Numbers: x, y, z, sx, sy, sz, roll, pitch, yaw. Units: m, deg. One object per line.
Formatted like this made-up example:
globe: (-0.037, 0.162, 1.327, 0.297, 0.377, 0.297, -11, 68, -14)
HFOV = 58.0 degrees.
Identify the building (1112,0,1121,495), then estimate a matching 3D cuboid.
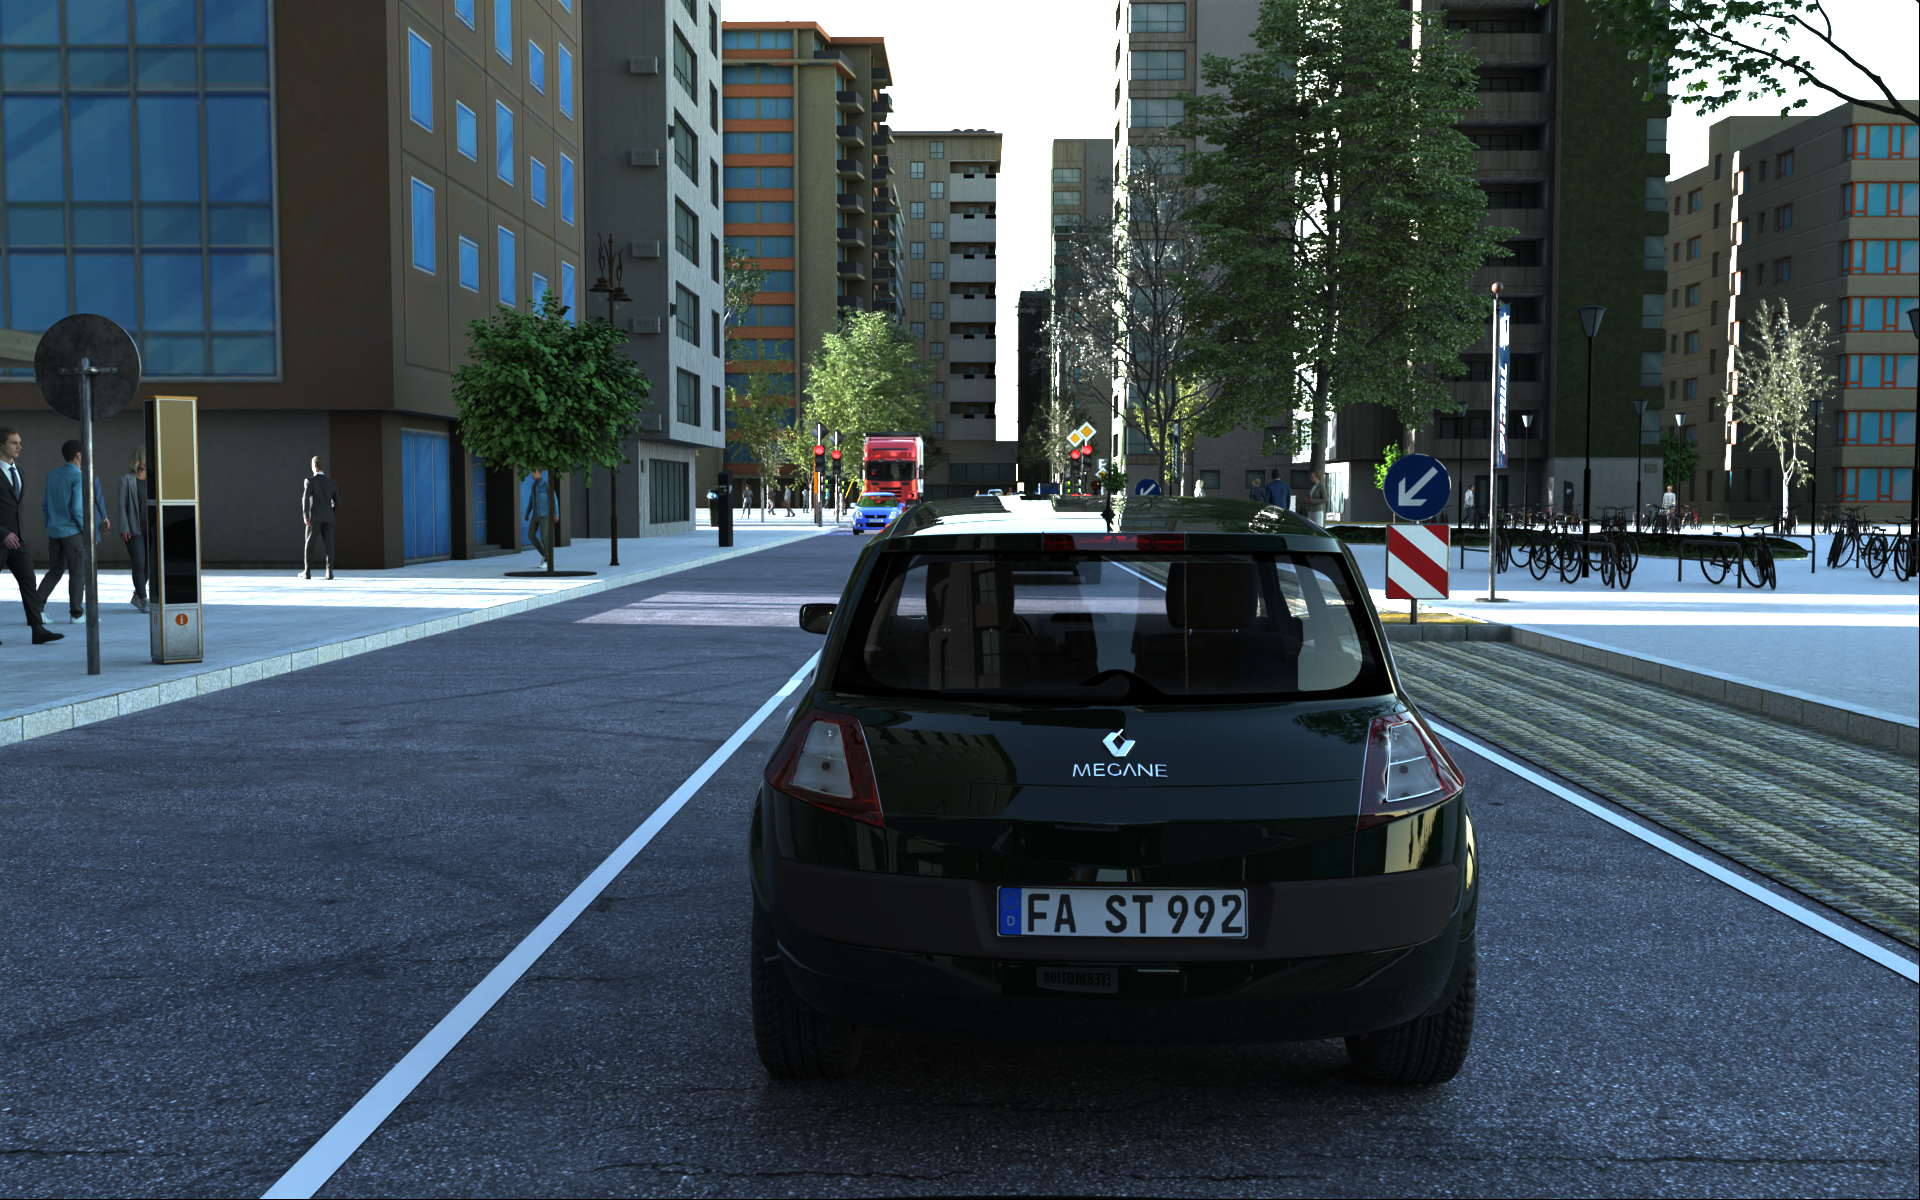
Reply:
building: (22.688, -30.760, 126.632, 21.300, 48.544, 21.600, 0, 4, 1)

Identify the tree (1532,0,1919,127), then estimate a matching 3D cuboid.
tree: (6.850, -5.165, 10.204, 9.928, 11.665, 9.643, 0, 3, 0)

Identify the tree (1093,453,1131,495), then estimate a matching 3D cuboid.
tree: (7.259, -5.283, 80.986, 1.663, 3.219, 1.824, 0, 3, 0)

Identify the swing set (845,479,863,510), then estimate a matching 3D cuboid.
swing set: (-7.601, -8.550, 137.415, 2.862, 2.851, 3.119, 1, 4, 20)

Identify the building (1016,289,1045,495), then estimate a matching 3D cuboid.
building: (15.104, -28.817, 242.862, 14.107, 30.474, 14.160, 0, 4, 1)

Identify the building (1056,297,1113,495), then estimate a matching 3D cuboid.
building: (23.672, -19.651, 166.333, 27.650, 21.520, 28.899, 0, 4, 1)

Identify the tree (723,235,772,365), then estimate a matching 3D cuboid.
tree: (-19.474, -15.993, 117.380, 12.611, 20.169, 13.585, 0, 3, 0)

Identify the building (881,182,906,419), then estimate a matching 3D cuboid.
building: (-18.679, -31.559, 207.869, 23.993, 40.220, 32.217, 0, 4, 1)

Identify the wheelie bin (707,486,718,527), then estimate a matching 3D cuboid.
wheelie bin: (-9.515, -3.661, 67.760, 0.693, 1.594, 0.980, 0, 4, -1)

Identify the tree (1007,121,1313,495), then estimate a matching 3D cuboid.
tree: (6.730, -9.042, 58.209, 12.009, 13.543, 11.850, 0, 3, 0)

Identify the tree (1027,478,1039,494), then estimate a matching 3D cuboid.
tree: (8.786, -13.089, 208.608, 1.663, 3.219, 1.824, 0, 3, 0)

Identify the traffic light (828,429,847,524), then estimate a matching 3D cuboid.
traffic light: (-5.306, -5.265, 75.003, 0.839, 4.253, 0.868, 0, 4, 1)

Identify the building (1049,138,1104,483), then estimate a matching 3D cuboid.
building: (17.559, -31.710, 202.055, 14.154, 41.232, 14.086, 0, 4, 1)

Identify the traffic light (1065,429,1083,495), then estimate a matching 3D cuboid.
traffic light: (4.955, -5.259, 74.906, 0.839, 4.253, 0.868, 0, 4, 1)

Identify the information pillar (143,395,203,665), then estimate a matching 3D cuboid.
information pillar: (-5.960, -0.528, 13.122, 0.304, 2.012, 0.304, -3, 5, -40)

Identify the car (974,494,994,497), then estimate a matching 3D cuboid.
car: (1.546, -5.967, 109.558, 2.014, 1.417, 4.499, 0, 4, 1)

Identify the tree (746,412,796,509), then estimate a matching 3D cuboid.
tree: (-16.134, -12.049, 147.371, 4.360, 8.622, 3.978, 0, 3, 0)

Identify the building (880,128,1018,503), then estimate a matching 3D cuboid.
building: (-5.622, -40.360, 249.130, 27.495, 52.752, 28.713, 0, 4, 1)

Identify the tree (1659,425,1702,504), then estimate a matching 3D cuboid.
tree: (33.423, -6.028, 82.268, 4.285, 4.588, 4.351, 0, 3, 0)

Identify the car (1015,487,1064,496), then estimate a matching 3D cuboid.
car: (1.384, -1.176, 29.016, 2.009, 1.686, 4.222, 0, 4, -1)

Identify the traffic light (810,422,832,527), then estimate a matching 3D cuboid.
traffic light: (-5.394, -4.777, 67.019, 0.839, 4.253, 0.868, 0, 4, 1)

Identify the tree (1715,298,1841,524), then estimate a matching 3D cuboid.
tree: (30.472, -6.953, 64.047, 4.360, 8.622, 3.978, 0, 3, 0)

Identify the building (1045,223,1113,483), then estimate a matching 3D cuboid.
building: (16.873, -25.460, 187.975, 14.160, 30.474, 14.107, 0, 4, 1)

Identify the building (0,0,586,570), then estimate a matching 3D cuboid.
building: (-16.236, -23.526, 34.760, 14.600, 45.320, 14.200, 0, 4, 1)

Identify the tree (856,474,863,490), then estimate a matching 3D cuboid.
tree: (-6.342, -8.829, 128.064, 4.285, 4.588, 4.351, 0, 3, 0)

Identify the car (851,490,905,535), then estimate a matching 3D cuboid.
car: (-2.924, -3.220, 62.237, 1.945, 1.707, 3.694, 0, 4, 1)

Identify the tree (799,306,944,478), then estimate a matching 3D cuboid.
tree: (-6.131, -12.940, 118.217, 9.857, 13.997, 8.962, 0, 3, 0)

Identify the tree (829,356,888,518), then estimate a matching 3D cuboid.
tree: (-6.123, -8.620, 91.293, 4.737, 8.622, 4.395, 0, 3, 0)

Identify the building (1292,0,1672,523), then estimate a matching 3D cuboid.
building: (24.046, -18.993, 82.238, 14.107, 30.474, 14.160, 0, 4, 1)

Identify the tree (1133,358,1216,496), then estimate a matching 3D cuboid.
tree: (11.418, -8.559, 90.308, 4.737, 8.622, 4.395, 0, 3, 0)

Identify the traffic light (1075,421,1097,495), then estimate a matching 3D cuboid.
traffic light: (4.867, -4.771, 66.922, 0.839, 4.253, 0.868, 0, 4, 1)

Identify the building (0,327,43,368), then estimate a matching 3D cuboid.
building: (-24.069, -25.479, 5.824, 28.713, 52.752, 27.495, 0, 4, 1)

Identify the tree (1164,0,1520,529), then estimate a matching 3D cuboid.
tree: (7.898, -7.219, 36.157, 7.486, 12.596, 7.792, 0, 3, 0)

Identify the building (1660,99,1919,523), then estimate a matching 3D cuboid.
building: (53.631, -14.970, 89.802, 28.899, 21.520, 27.650, 0, 4, 1)

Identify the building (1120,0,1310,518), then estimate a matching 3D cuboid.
building: (16.153, -25.494, 100.414, 14.154, 41.232, 14.086, 0, 4, 1)

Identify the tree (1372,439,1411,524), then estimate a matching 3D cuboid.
tree: (15.253, -4.015, 60.240, 1.663, 3.219, 1.824, 0, 3, 0)

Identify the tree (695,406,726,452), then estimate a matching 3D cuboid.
tree: (-14.770, -8.710, 92.767, 4.360, 8.622, 3.978, 0, 3, 0)

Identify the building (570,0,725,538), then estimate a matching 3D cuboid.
building: (-15.179, -17.397, 56.140, 14.107, 30.474, 14.160, 0, 4, 1)

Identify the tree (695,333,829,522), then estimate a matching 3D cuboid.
tree: (-9.149, -7.824, 78.282, 4.737, 8.622, 4.395, 0, 3, 0)

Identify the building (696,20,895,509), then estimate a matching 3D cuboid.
building: (-17.614, -31.172, 164.282, 22.147, 44.769, 28.867, 0, 4, 1)

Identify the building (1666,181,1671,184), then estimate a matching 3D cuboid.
building: (70.099, -31.511, 207.093, 23.993, 40.220, 32.217, 0, 4, 1)

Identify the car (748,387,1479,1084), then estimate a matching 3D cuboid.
car: (0.409, 0.254, 5.631, 2.009, 1.686, 4.222, 0, 4, 2)

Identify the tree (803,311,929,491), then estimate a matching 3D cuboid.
tree: (-5.775, -11.557, 107.079, 7.486, 12.596, 7.792, 0, 3, 0)

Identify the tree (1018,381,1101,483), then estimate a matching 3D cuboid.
tree: (8.147, -12.728, 142.517, 7.601, 10.594, 8.767, 1, 4, 9)

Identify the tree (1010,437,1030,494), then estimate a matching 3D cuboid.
tree: (8.331, -16.183, 214.949, 4.360, 8.622, 3.978, 0, 3, 0)

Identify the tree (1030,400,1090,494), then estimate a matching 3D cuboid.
tree: (7.907, -11.181, 133.178, 4.360, 8.622, 3.978, 0, 3, 0)

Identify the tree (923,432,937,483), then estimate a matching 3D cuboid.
tree: (-4.615, -15.677, 206.680, 4.737, 8.622, 4.395, 0, 3, 0)

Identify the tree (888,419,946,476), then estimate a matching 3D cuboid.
tree: (-5.637, -15.462, 187.222, 8.767, 10.594, 7.601, -1, 4, -9)
